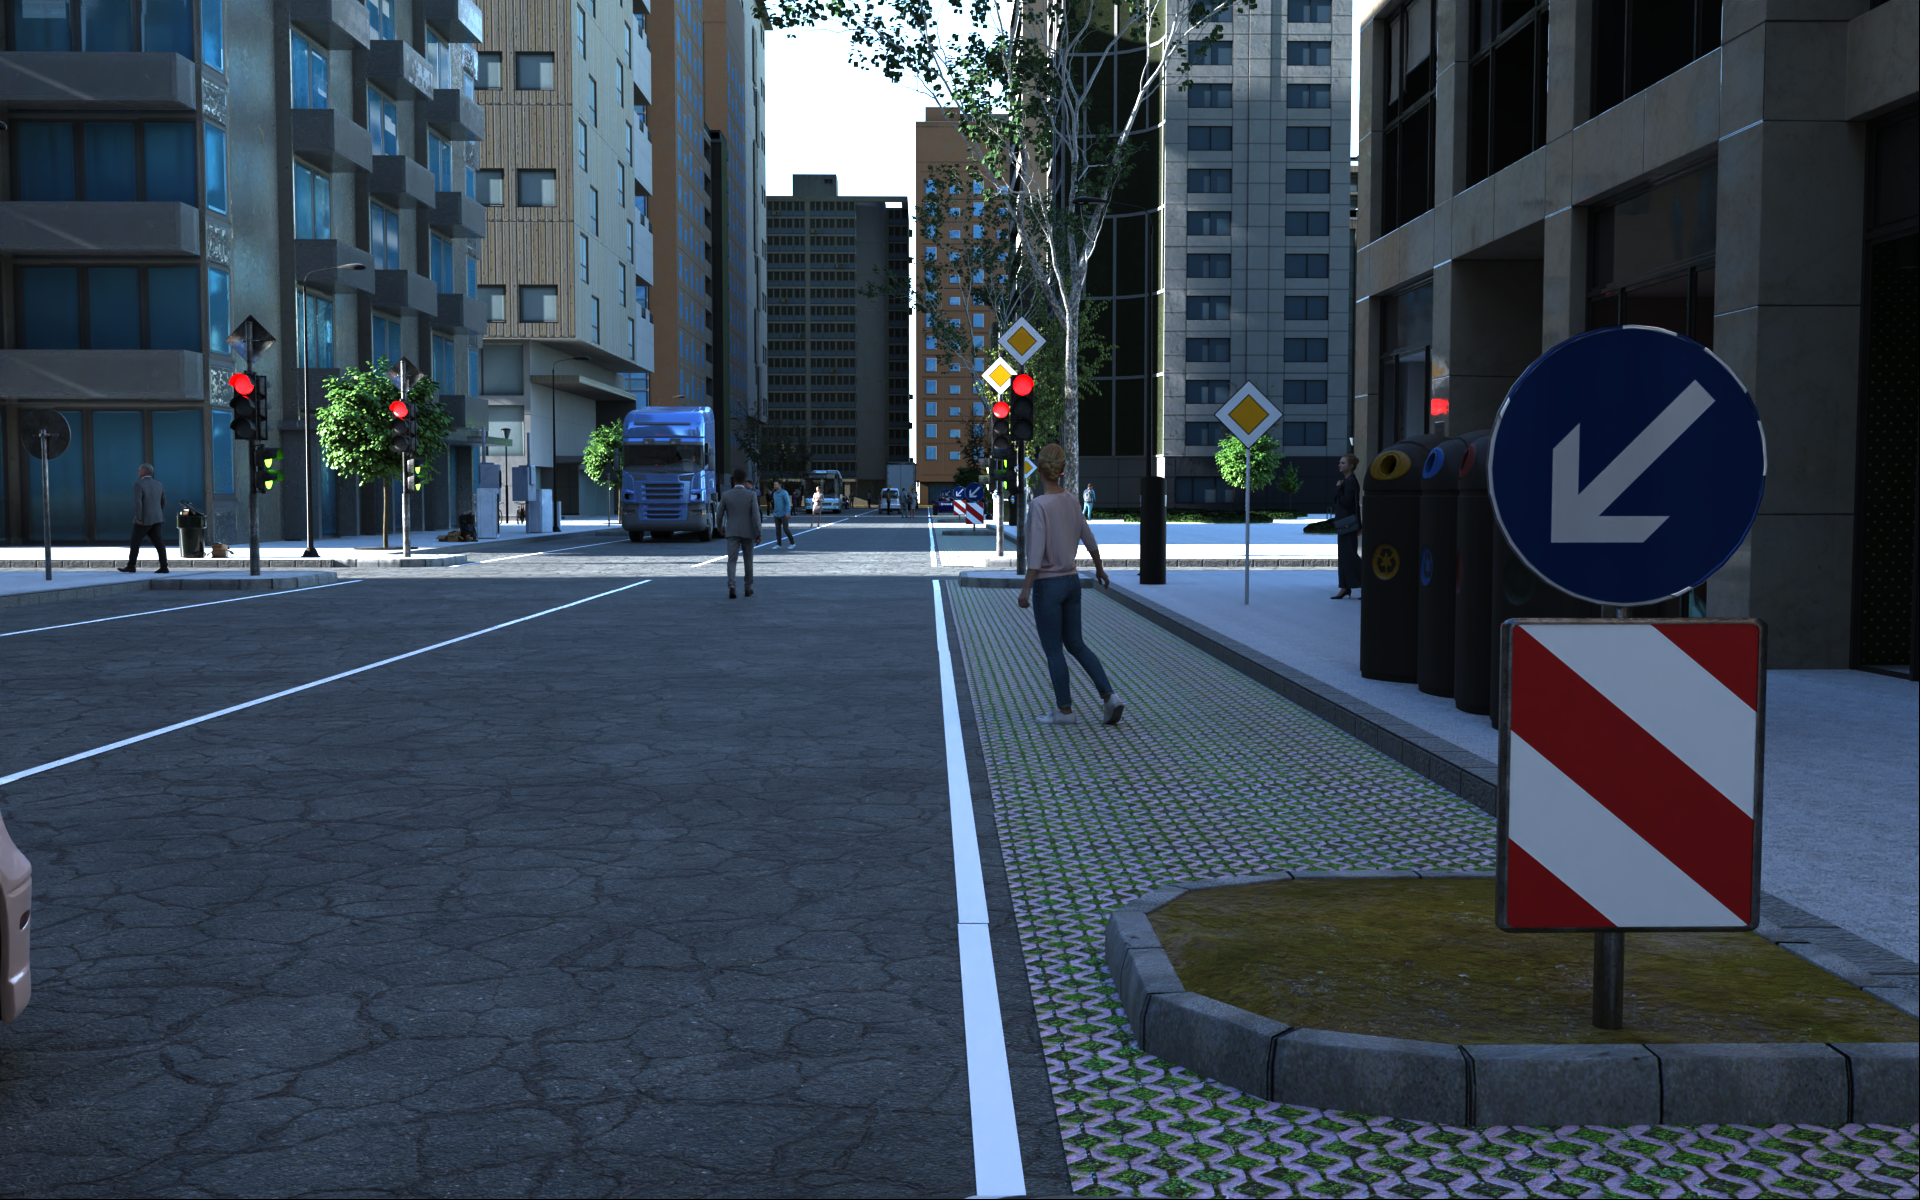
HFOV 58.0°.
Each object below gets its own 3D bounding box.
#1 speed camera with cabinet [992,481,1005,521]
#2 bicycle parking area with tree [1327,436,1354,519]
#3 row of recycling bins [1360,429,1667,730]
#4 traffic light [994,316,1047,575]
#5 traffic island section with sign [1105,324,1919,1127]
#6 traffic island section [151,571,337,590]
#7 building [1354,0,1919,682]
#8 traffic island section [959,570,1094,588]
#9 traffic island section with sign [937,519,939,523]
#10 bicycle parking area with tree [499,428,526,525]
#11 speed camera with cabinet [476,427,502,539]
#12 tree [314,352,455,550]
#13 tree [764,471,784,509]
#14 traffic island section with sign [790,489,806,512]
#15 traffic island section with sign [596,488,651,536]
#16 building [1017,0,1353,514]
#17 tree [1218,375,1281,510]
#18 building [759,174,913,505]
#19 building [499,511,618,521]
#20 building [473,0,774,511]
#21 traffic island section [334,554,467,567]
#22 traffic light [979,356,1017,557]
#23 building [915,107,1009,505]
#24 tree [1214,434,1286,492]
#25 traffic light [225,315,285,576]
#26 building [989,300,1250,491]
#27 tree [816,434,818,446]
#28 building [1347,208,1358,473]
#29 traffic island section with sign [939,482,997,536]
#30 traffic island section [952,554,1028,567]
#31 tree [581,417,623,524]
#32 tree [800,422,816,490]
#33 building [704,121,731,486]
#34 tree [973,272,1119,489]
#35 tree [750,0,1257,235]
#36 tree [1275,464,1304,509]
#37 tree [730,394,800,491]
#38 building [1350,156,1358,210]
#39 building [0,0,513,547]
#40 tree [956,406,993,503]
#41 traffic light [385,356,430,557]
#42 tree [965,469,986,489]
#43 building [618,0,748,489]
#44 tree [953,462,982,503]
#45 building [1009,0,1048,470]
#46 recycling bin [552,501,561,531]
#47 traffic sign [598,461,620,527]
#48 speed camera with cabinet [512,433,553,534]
[{"bbox_3d":[1.923,-5.482,83.967,0.660,3.252,2.038,0,4,-4],"label":"speed camera with cabinet"},{"bbox_3d":[21.965,-6.014,85.334,8.231,4.147,9.016,1,4,19],"label":"bicycle parking area with tree"},{"bbox_3d":[3.338,-0.220,10.717,1.069,1.692,3.534,0,4,-2],"label":"row of recycling bins"},{"bbox_3d":[0.957,-2.356,27.448,0.839,4.253,0.868,0,4,-1],"label":"traffic light"},{"bbox_3d":[1.447,0.231,4.845,1.989,1.847,2.006,0,4,-1],"label":"traffic island section with sign"},{"bbox_3d":[-11.142,-0.309,27.337,2.009,0.180,2.903,0,4,-1],"label":"traffic island section"},{"bbox_3d":[15.458,-12.375,6.850,19.350,26.468,34.151,0,4,-1],"label":"building"},{"bbox_3d":[0.997,-0.323,27.563,2.009,0.180,2.903,0,4,-1],"label":"traffic island section"},{"bbox_3d":[-0.138,-4.799,87.091,1.989,1.847,2.006,0,4,-1],"label":"traffic island section with sign"},{"bbox_3d":[-22.345,-5.380,74.961,8.231,4.147,9.016,0,4,-1],"label":"bicycle parking area with tree"},{"bbox_3d":[-13.683,-3.424,50.317,0.660,3.252,2.038,-1,4,-11],"label":"speed camera with cabinet"},{"bbox_3d":[-13.381,-3.454,40.189,4.285,4.588,4.351,0,3,0],"label":"tree"},{"bbox_3d":[-15.698,-9.360,147.629,1.663,3.219,1.824,0,3,0],"label":"tree"},{"bbox_3d":[-12.933,-7.894,137.690,1.989,1.847,2.006,0,4,-1],"label":"traffic island section with sign"},{"bbox_3d":[-11.443,-3.137,59.925,1.989,1.847,2.006,0,4,-1],"label":"traffic island section with sign"},{"bbox_3d":[14.803,-41.757,120.971,20.563,71.187,20.611,0,4,-1],"label":"building"},{"bbox_3d":[17.954,-9.657,108.249,4.360,8.622,3.978,0,3,0],"label":"tree"},{"bbox_3d":[-17.823,-31.871,212.966,23.993,40.220,32.217,0,4,-1],"label":"building"},{"bbox_3d":[-31.799,-30.834,93.382,28.713,52.752,27.495,0,4,-1],"label":"building"},{"bbox_3d":[-32.976,-35.397,167.981,27.495,52.752,28.713,0,4,-1],"label":"building"},{"bbox_3d":[-11.294,-0.798,35.320,2.009,0.180,2.903,0,4,-1],"label":"traffic island section"},{"bbox_3d":[0.805,-2.845,35.432,0.839,4.253,0.868,0,4,-1],"label":"traffic light"},{"bbox_3d":[1.935,-33.864,203.794,14.200,45.320,14.600,0,4,-1],"label":"building"},{"bbox_3d":[13.540,-5.941,80.850,4.285,4.588,4.351,0,3,0],"label":"tree"},{"bbox_3d":[-11.102,-2.341,27.203,0.839,4.253,0.868,0,4,-1],"label":"traffic light"},{"bbox_3d":[17.192,-19.811,168.956,27.650,21.520,28.899,0,4,-1],"label":"building"},{"bbox_3d":[-16.378,-13.771,175.525,4.360,8.622,3.978,0,3,0],"label":"tree"},{"bbox_3d":[42.952,-24.840,177.829,14.107,30.474,14.160,0,4,-1],"label":"building"},{"bbox_3d":[0.378,-3.151,60.141,1.989,1.847,2.006,0,4,-1],"label":"traffic island section with sign"},{"bbox_3d":[0.845,-0.811,35.546,2.009,0.180,2.903,0,4,-1],"label":"traffic island section"},{"bbox_3d":[-14.497,-5.504,73.705,4.285,4.588,4.351,0,3,0],"label":"tree"},{"bbox_3d":[-16.219,-12.707,158.129,4.360,8.622,3.978,0,3,0],"label":"tree"},{"bbox_3d":[-25.285,-22.001,131.420,14.160,30.474,14.107,0,4,-1],"label":"building"},{"bbox_3d":[2.927,-6.465,56.061,4.737,8.622,4.395,0,3,0],"label":"tree"},{"bbox_3d":[1.494,-11.513,44.133,12.611,20.169,13.585,0,3,0],"label":"tree"},{"bbox_3d":[19.453,-6.533,101.418,1.663,3.219,1.824,0,3,0],"label":"tree"},{"bbox_3d":[-15.013,-10.873,128.136,4.360,8.622,3.978,0,3,0],"label":"tree"},{"bbox_3d":[45.105,-31.843,204.233,14.086,41.232,14.154,0,4,-1],"label":"building"},{"bbox_3d":[-28.144,-26.547,53.652,23.786,49.044,30.456,0,4,-1],"label":"building"},{"bbox_3d":[1.574,-11.830,143.778,4.360,8.622,3.978,0,3,0],"label":"tree"},{"bbox_3d":[-11.254,-2.830,35.186,0.839,4.253,0.868,0,4,-1],"label":"traffic light"},{"bbox_3d":[1.415,-8.383,131.663,1.663,3.219,1.824,0,3,0],"label":"tree"},{"bbox_3d":[-25.641,-30.316,145.777,14.600,45.320,14.200,0,4,-1],"label":"building"},{"bbox_3d":[0.871,-11.679,174.666,4.285,4.588,4.351,0,3,0],"label":"tree"},{"bbox_3d":[15.187,-31.754,142.886,21.300,48.544,21.600,0,4,-1],"label":"building"},{"bbox_3d":[-14.228,-2.910,60.135,0.722,1.027,0.722,-1,4,-10],"label":"recycling bin"},{"bbox_3d":[-13.792,-4.160,68.013,0.884,2.594,0.081,1,4,8],"label":"traffic sign"},{"bbox_3d":[-13.966,-3.805,56.548,0.660,3.252,2.038,1,4,9],"label":"speed camera with cabinet"}]
